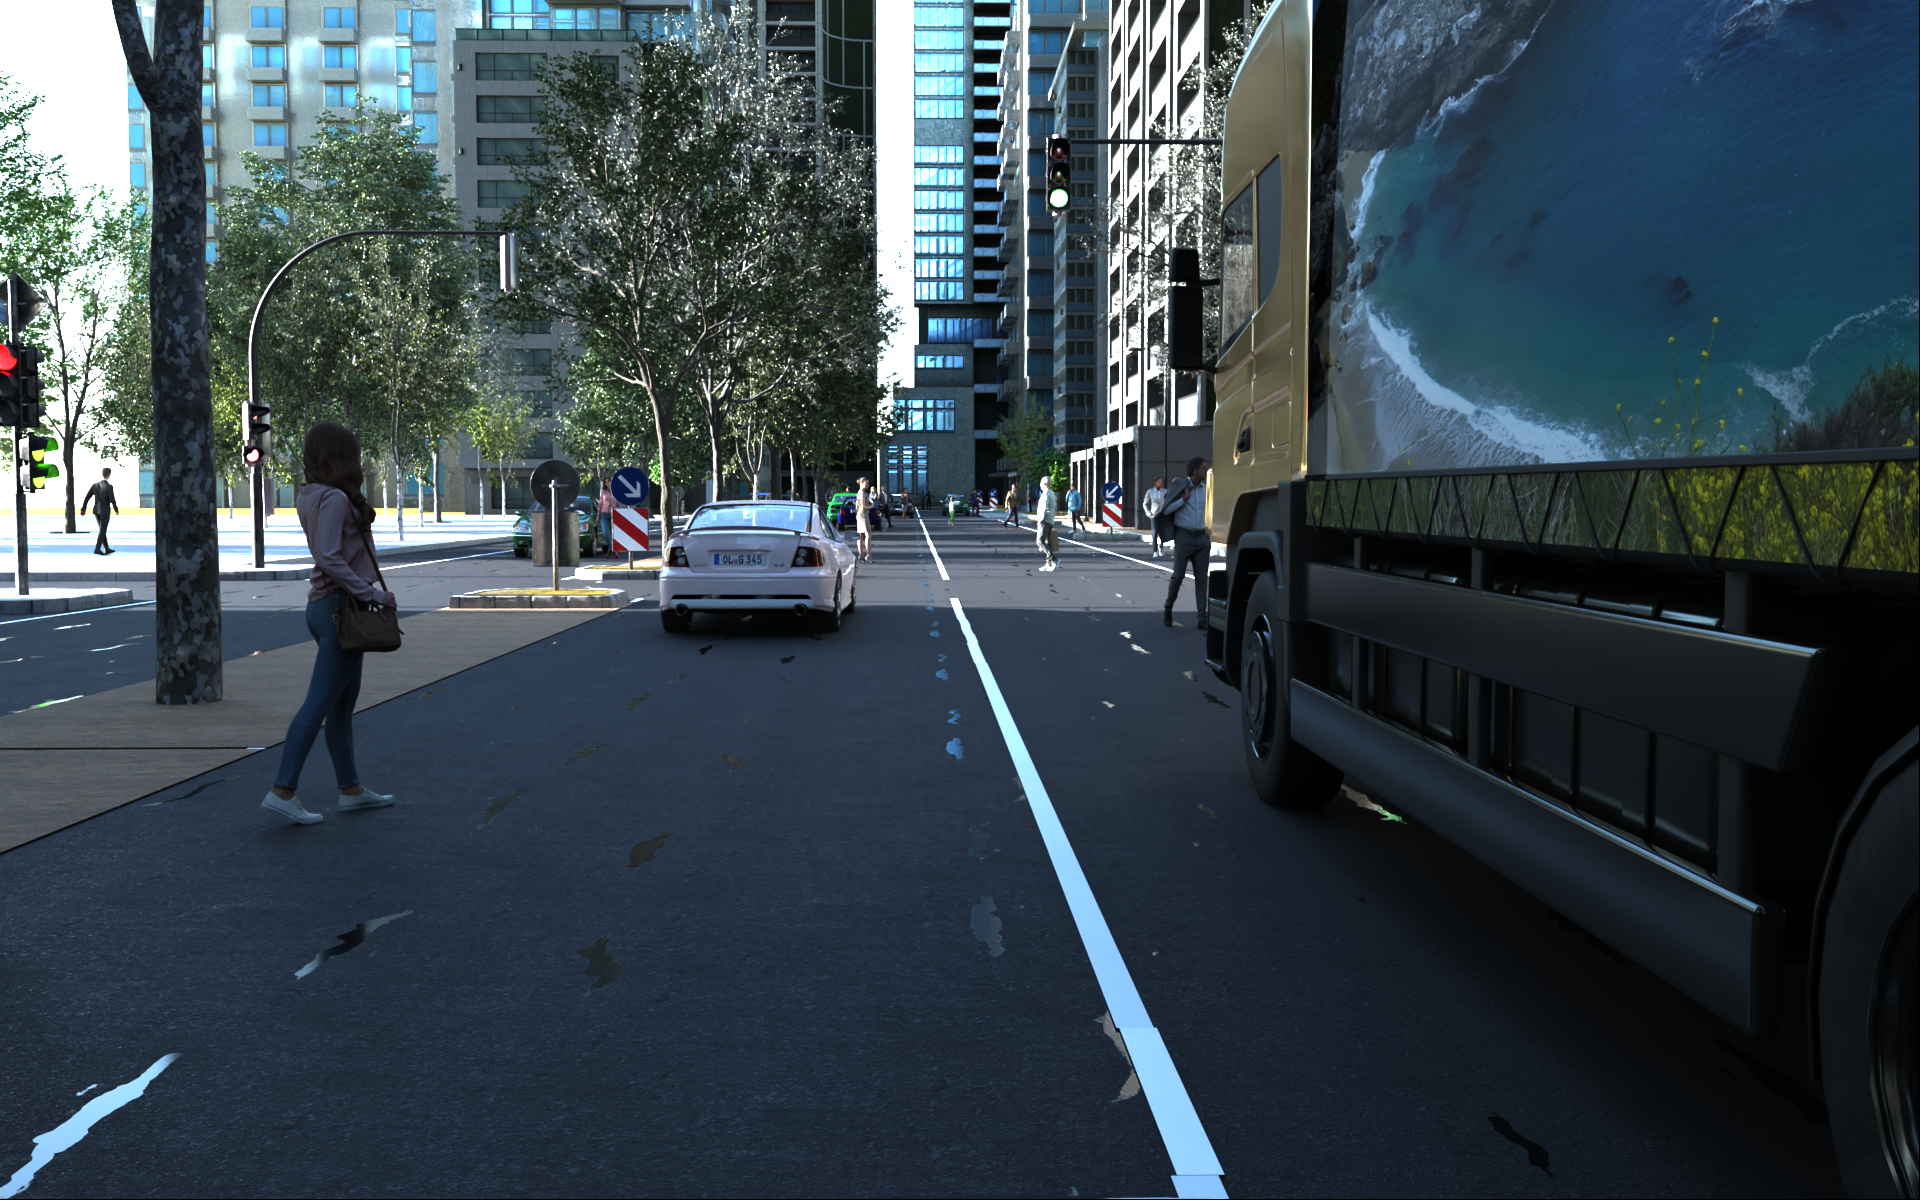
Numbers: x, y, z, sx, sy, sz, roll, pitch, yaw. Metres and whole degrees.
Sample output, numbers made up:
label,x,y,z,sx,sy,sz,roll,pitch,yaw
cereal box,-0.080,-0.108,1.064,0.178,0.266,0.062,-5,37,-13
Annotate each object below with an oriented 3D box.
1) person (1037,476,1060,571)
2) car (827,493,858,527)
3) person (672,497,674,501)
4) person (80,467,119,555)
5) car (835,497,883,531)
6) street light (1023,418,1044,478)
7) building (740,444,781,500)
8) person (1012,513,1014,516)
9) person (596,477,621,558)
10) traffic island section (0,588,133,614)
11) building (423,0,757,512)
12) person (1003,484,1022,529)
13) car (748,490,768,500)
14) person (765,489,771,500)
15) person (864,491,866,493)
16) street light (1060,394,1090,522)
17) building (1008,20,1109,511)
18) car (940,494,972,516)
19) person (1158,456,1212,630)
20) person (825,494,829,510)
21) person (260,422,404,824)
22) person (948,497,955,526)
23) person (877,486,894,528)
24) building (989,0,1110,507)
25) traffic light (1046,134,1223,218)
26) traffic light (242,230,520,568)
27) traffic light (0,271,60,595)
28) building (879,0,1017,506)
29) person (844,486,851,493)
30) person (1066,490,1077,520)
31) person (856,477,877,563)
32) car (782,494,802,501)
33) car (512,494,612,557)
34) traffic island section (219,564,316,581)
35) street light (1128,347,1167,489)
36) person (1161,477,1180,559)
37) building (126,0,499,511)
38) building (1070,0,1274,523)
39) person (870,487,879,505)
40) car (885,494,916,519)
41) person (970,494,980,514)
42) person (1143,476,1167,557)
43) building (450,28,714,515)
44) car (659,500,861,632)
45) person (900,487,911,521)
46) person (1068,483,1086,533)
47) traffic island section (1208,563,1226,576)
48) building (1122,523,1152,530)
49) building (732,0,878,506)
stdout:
label,x,y,z,sx,sy,sz,roll,pitch,yaw
person,1.690,-1.438,32.502,0.515,1.767,0.782,1,4,16
car,-4.706,-3.982,73.902,1.959,1.807,4.718,0,4,-2
person,-11.995,-3.840,71.464,0.526,1.800,0.537,2,4,23
person,-18.014,-1.875,36.480,0.659,1.850,0.755,1,4,15
car,-4.029,-3.474,69.373,1.945,1.354,3.894,0,4,-4
street light,4.524,-8.131,105.479,1.470,5.913,1.316,0,4,-2
building,-32.800,-19.689,166.956,28.899,21.520,27.650,0,4,-2
person,3.483,-6.218,113.392,0.421,1.427,0.697,-1,4,-23
person,-7.835,-1.841,38.607,0.555,1.821,0.388,-1,4,-13
traffic island section,-11.948,0.014,22.052,2.009,0.180,2.903,0,4,-2
building,-28.434,-31.423,133.377,23.786,49.044,30.456,0,4,-2
person,2.145,-3.846,71.294,0.836,1.842,0.656,2,4,26
car,-10.196,-4.862,89.090,1.945,1.707,3.694,0,4,-2
person,-8.486,-4.253,78.317,0.678,1.792,0.850,0,4,-7
person,-7.928,-8.342,145.415,0.721,1.766,1.217,-2,4,-31
street light,5.351,-6.611,80.638,1.470,5.913,1.316,0,4,-2
building,20.282,-27.319,138.548,32.217,40.220,23.993,0,4,-2
car,-0.272,-6.305,114.886,2.131,1.459,4.920,0,4,-1
person,2.425,-0.606,18.507,0.679,1.850,0.850,-1,4,-23
person,-11.723,-8.781,152.993,0.530,1.710,0.541,1,4,23
person,-2.822,0.085,7.694,0.643,1.750,0.593,-2,4,-35
person,-0.376,-3.999,78.134,0.306,1.304,0.590,2,4,34
person,-3.188,-3.975,73.881,0.834,1.777,0.661,3,5,41
building,15.051,-33.391,165.554,23.786,49.044,30.456,0,4,-2
traffic light,3.457,-2.909,22.236,4.771,5.953,1.251,0,4,-2
traffic light,-10.051,-3.384,29.996,4.771,5.953,1.251,0,4,-2
traffic light,-11.908,-2.018,21.918,0.839,4.253,0.868,0,4,-2
building,6.328,-54.159,198.175,31.000,86.520,22.319,0,4,-2
person,-5.502,-4.592,83.761,0.592,1.802,0.473,-1,4,-23
person,5.641,-4.913,86.711,0.623,1.781,0.721,0,4,-8
person,-1.970,-1.676,36.249,0.374,1.781,0.599,-1,4,-17
car,-11.487,-6.314,115.234,2.014,1.417,4.499,0,4,-1
car,-9.334,-1.787,41.018,2.131,1.459,4.920,0,4,-3
traffic island section,-12.180,-0.474,30.034,2.009,0.180,2.903,0,4,-2
street light,5.997,-5.042,54.979,1.470,5.913,1.316,0,4,-2
person,4.789,-1.829,38.586,0.590,1.801,0.661,-2,4,-33
building,-62.617,-33.510,167.496,30.456,49.044,23.786,0,4,-2
building,17.214,-40.051,93.088,20.563,71.187,20.611,0,4,-2
person,-4.296,-4.797,87.118,0.537,1.800,0.526,0,4,-2
car,-3.571,-5.645,102.082,2.009,1.686,4.222,0,4,-1
person,1.038,-6.791,122.774,0.697,1.427,0.421,0,4,1
person,4.504,-1.906,39.514,0.661,1.843,0.795,0,4,-2
building,-23.789,-20.795,111.696,14.160,30.474,14.107,0,4,-2
car,-2.181,-0.433,19.436,2.083,1.381,4.827,0,4,0
person,-2.882,-5.034,91.170,0.532,1.782,0.716,2,4,35
person,4.303,-3.361,63.467,0.620,1.820,0.660,-2,4,-30
traffic island section,5.354,-0.505,30.535,2.009,0.180,2.903,0,4,-2
building,16.406,-38.302,64.495,20.563,71.187,20.611,0,4,-2
building,-19.873,-46.424,197.284,20.611,71.187,20.563,0,4,-2
